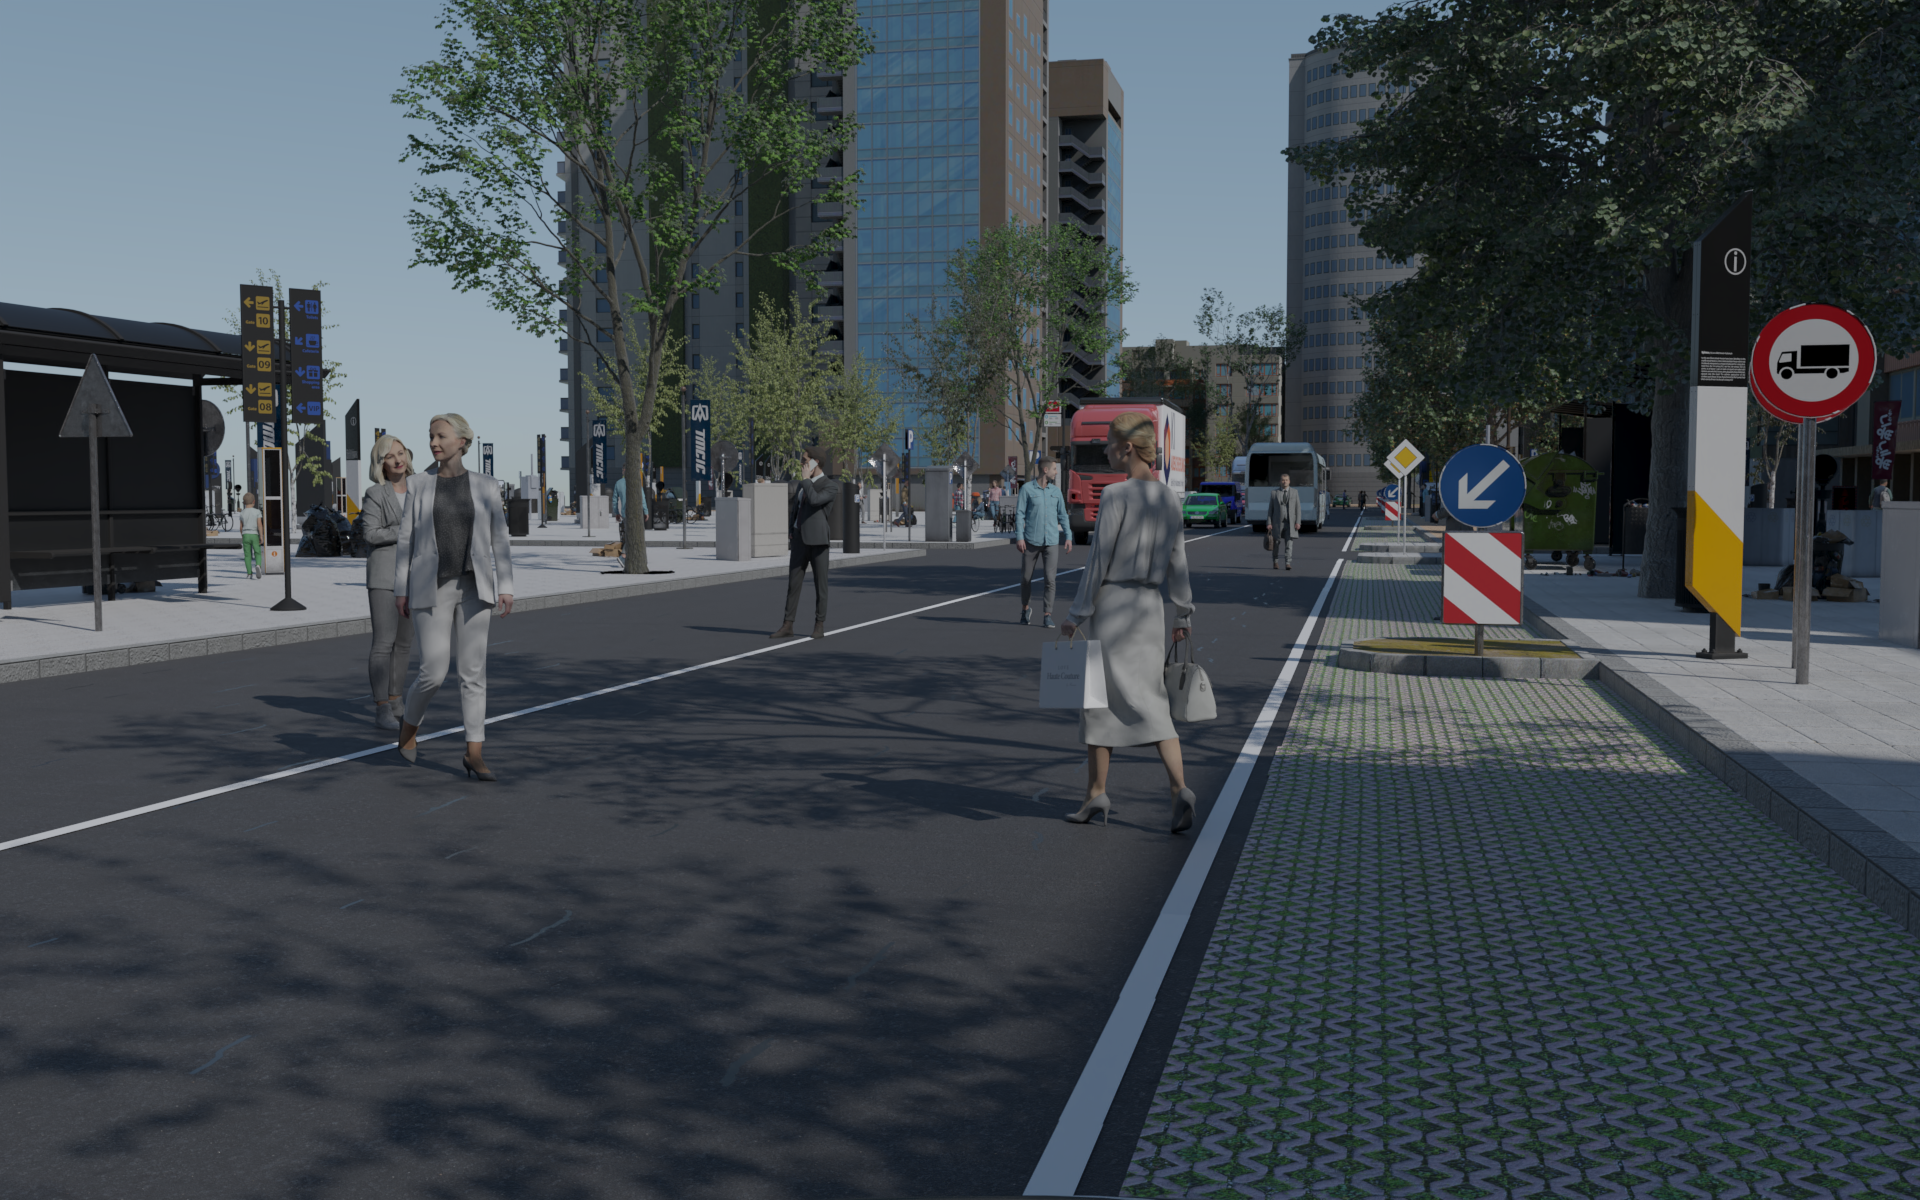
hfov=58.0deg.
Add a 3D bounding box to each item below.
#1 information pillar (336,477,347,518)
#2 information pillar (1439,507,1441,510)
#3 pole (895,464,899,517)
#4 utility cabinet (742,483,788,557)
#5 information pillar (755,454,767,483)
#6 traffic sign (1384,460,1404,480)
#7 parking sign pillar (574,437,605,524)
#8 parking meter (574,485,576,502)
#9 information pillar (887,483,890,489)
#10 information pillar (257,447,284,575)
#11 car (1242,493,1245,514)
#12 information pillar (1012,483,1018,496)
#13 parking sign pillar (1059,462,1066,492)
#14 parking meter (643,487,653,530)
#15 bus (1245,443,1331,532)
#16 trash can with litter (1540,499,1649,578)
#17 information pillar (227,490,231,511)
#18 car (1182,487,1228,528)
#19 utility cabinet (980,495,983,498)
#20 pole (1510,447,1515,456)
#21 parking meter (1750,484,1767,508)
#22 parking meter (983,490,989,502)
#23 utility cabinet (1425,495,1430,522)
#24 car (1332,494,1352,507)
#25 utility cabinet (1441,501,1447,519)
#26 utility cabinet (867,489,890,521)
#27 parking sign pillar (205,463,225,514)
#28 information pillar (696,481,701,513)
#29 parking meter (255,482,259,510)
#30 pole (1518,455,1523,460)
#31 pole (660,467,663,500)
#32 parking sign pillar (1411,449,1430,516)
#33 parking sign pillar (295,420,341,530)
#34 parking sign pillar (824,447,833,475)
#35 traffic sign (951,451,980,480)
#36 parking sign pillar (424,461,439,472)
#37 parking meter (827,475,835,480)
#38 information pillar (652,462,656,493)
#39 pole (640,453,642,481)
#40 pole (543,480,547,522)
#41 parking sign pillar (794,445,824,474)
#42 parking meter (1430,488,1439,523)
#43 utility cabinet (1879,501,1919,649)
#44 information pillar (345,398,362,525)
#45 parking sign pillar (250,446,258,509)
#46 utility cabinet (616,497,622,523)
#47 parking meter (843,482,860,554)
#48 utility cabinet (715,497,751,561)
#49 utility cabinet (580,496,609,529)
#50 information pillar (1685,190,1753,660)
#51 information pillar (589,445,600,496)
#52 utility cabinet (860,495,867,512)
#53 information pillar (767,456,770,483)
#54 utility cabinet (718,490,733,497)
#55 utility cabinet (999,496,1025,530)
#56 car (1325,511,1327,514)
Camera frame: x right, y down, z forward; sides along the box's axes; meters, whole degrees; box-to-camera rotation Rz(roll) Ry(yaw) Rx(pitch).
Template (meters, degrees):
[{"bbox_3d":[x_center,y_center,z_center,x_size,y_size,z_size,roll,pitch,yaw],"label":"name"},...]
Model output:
[{"bbox_3d":[-27.132,-4.373,75.990,0.304,2.012,0.304,1,4,22],"label":"information pillar"},{"bbox_3d":[28.388,-6.012,102.792,0.304,2.012,0.304,1,4,22],"label":"information pillar"},{"bbox_3d":[-3.533,-6.324,97.246,0.158,3.312,0.155,0,3,0],"label":"pole"},{"bbox_3d":[-3.964,-1.625,35.245,0.318,1.500,1.173,2,4,29],"label":"utility cabinet"},{"bbox_3d":[-11.732,-6.730,101.389,0.504,3.616,0.183,-2,4,-32],"label":"information pillar"},{"bbox_3d":[11.211,-2.567,44.159,0.795,2.593,0.064,1,4,13],"label":"traffic sign"},{"bbox_3d":[-16.091,-5.318,75.419,1.447,3.967,1.447,2,4,29],"label":"parking sign pillar"},{"bbox_3d":[-26.011,-6.841,117.558,0.255,1.863,0.399,-3,4,-38],"label":"parking meter"},{"bbox_3d":[-4.901,-6.868,116.779,0.304,2.012,0.304,1,4,20],"label":"information pillar"},{"bbox_3d":[-10.931,-1.406,27.474,0.304,2.012,0.304,-3,4,-36],"label":"information pillar"},{"bbox_3d":[17.933,-6.217,110.694,2.155,1.783,4.494,1,4,12],"label":"car"},{"bbox_3d":[3.738,-6.926,117.734,0.304,2.012,0.304,3,5,44],"label":"information pillar"},{"bbox_3d":[6.590,-7.254,107.073,1.447,3.967,1.447,1,4,8],"label":"parking sign pillar"},{"bbox_3d":[-11.242,-3.295,62.285,0.372,1.533,0.369,0,3,0],"label":"parking meter"},{"bbox_3d":[13.020,-4.502,68.465,2.948,3.499,13.247,1,4,13],"label":"bus"},{"bbox_3d":[10.279,-0.991,27.253,2.233,1.210,1.678,1,4,11],"label":"trash can with litter"},{"bbox_3d":[-55.068,-7.708,130.520,0.304,2.012,0.304,-1,4,-20],"label":"information pillar"},{"bbox_3d":[10.338,-3.967,73.659,1.959,1.807,4.718,1,4,14],"label":"car"},{"bbox_3d":[1.900,-6.652,119.920,1.020,1.237,0.306,-1,4,-10],"label":"utility cabinet"},{"bbox_3d":[23.731,-4.929,74.434,0.158,3.312,0.155,0,3,0],"label":"pole"},{"bbox_3d":[19.390,-2.059,42.078,0.372,1.533,0.369,0,3,0],"label":"parking meter"},{"bbox_3d":[1.564,-5.870,104.379,0.372,1.533,0.369,0,3,0],"label":"parking meter"},{"bbox_3d":[22.101,-4.288,81.264,0.306,1.237,1.020,2,4,30],"label":"utility cabinet"},{"bbox_3d":[41.071,-10.682,186.440,2.131,1.459,4.920,1,4,15],"label":"car"},{"bbox_3d":[25.209,-4.924,89.192,1.173,1.500,0.318,-3,5,-43],"label":"utility cabinet"},{"bbox_3d":[-3.825,-4.516,82.508,1.173,1.500,0.318,-2,4,-29],"label":"utility cabinet"},{"bbox_3d":[-44.563,-7.005,103.007,1.447,3.967,1.447,2,4,25],"label":"parking sign pillar"},{"bbox_3d":[-13.176,-5.859,87.144,0.183,3.616,0.504,-2,4,-26],"label":"information pillar"},{"bbox_3d":[-33.173,-4.673,82.116,0.399,1.863,0.255,0,4,-4],"label":"parking meter"},{"bbox_3d":[28.864,-5.836,89.267,0.158,3.312,0.155,0,3,0],"label":"pole"},{"bbox_3d":[-22.117,-8.236,128.499,0.158,3.312,0.155,0,3,0],"label":"pole"},{"bbox_3d":[27.219,-6.912,101.475,1.447,3.967,1.447,1,4,9],"label":"parking sign pillar"},{"bbox_3d":[-23.522,-4.561,63.042,1.447,3.967,1.447,1,4,21],"label":"parking sign pillar"},{"bbox_3d":[-7.862,-6.693,97.902,1.447,3.967,1.447,-1,4,-13],"label":"parking sign pillar"},{"bbox_3d":[0.128,-2.728,46.798,0.795,2.593,0.064,1,4,13],"label":"traffic sign"},{"bbox_3d":[-40.392,-8.785,132.103,1.447,3.967,1.447,2,4,33],"label":"parking sign pillar"},{"bbox_3d":[-4.020,-2.919,53.444,0.255,1.863,0.399,-2,4,-24],"label":"parking meter"},{"bbox_3d":[-22.378,-8.279,126.716,0.183,3.616,0.504,1,4,16],"label":"information pillar"},{"bbox_3d":[-15.929,-5.663,86.426,0.158,3.312,0.155,0,3,0],"label":"pole"},{"bbox_3d":[-18.845,-5.178,78.497,0.158,3.312,0.155,0,3,0],"label":"pole"},{"bbox_3d":[-8.608,-6.512,94.948,1.447,3.967,1.447,2,4,27],"label":"parking sign pillar"},{"bbox_3d":[21.216,-4.222,77.436,0.372,1.533,0.369,0,3,0],"label":"parking meter"},{"bbox_3d":[8.158,-0.219,14.743,0.306,1.237,1.020,1,4,11],"label":"utility cabinet"},{"bbox_3d":[-14.914,-3.136,42.623,0.504,3.616,0.183,2,4,33],"label":"information pillar"},{"bbox_3d":[-38.690,-6.564,95.799,1.447,3.967,1.447,2,4,31],"label":"parking sign pillar"},{"bbox_3d":[-14.781,-4.025,76.967,1.020,1.237,0.306,0,4,-6],"label":"utility cabinet"},{"bbox_3d":[-2.350,-1.775,37.428,0.372,1.533,0.369,0,3,0],"label":"parking meter"},{"bbox_3d":[-4.378,-1.365,33.474,0.306,1.237,1.020,-2,4,-33],"label":"utility cabinet"},{"bbox_3d":[-13.566,-3.250,64.292,1.020,1.237,0.306,-2,4,-31],"label":"utility cabinet"},{"bbox_3d":[5.876,-1.348,13.401,0.504,3.616,0.183,-1,4,-18],"label":"information pillar"},{"bbox_3d":[-15.503,-5.031,73.619,0.183,3.616,0.504,3,5,41],"label":"information pillar"},{"bbox_3d":[-7.061,-6.970,125.125,1.020,1.237,0.306,2,4,26],"label":"utility cabinet"},{"bbox_3d":[-11.797,-7.026,106.223,0.183,3.616,0.504,2,4,33],"label":"information pillar"},{"bbox_3d":[-14.189,-5.867,104.610,0.318,1.500,1.173,2,4,30],"label":"utility cabinet"},{"bbox_3d":[1.916,-3.098,61.817,1.020,1.237,0.306,2,4,32],"label":"utility cabinet"},{"bbox_3d":[26.419,-7.145,128.613,2.131,1.459,4.920,1,4,13],"label":"car"}]
